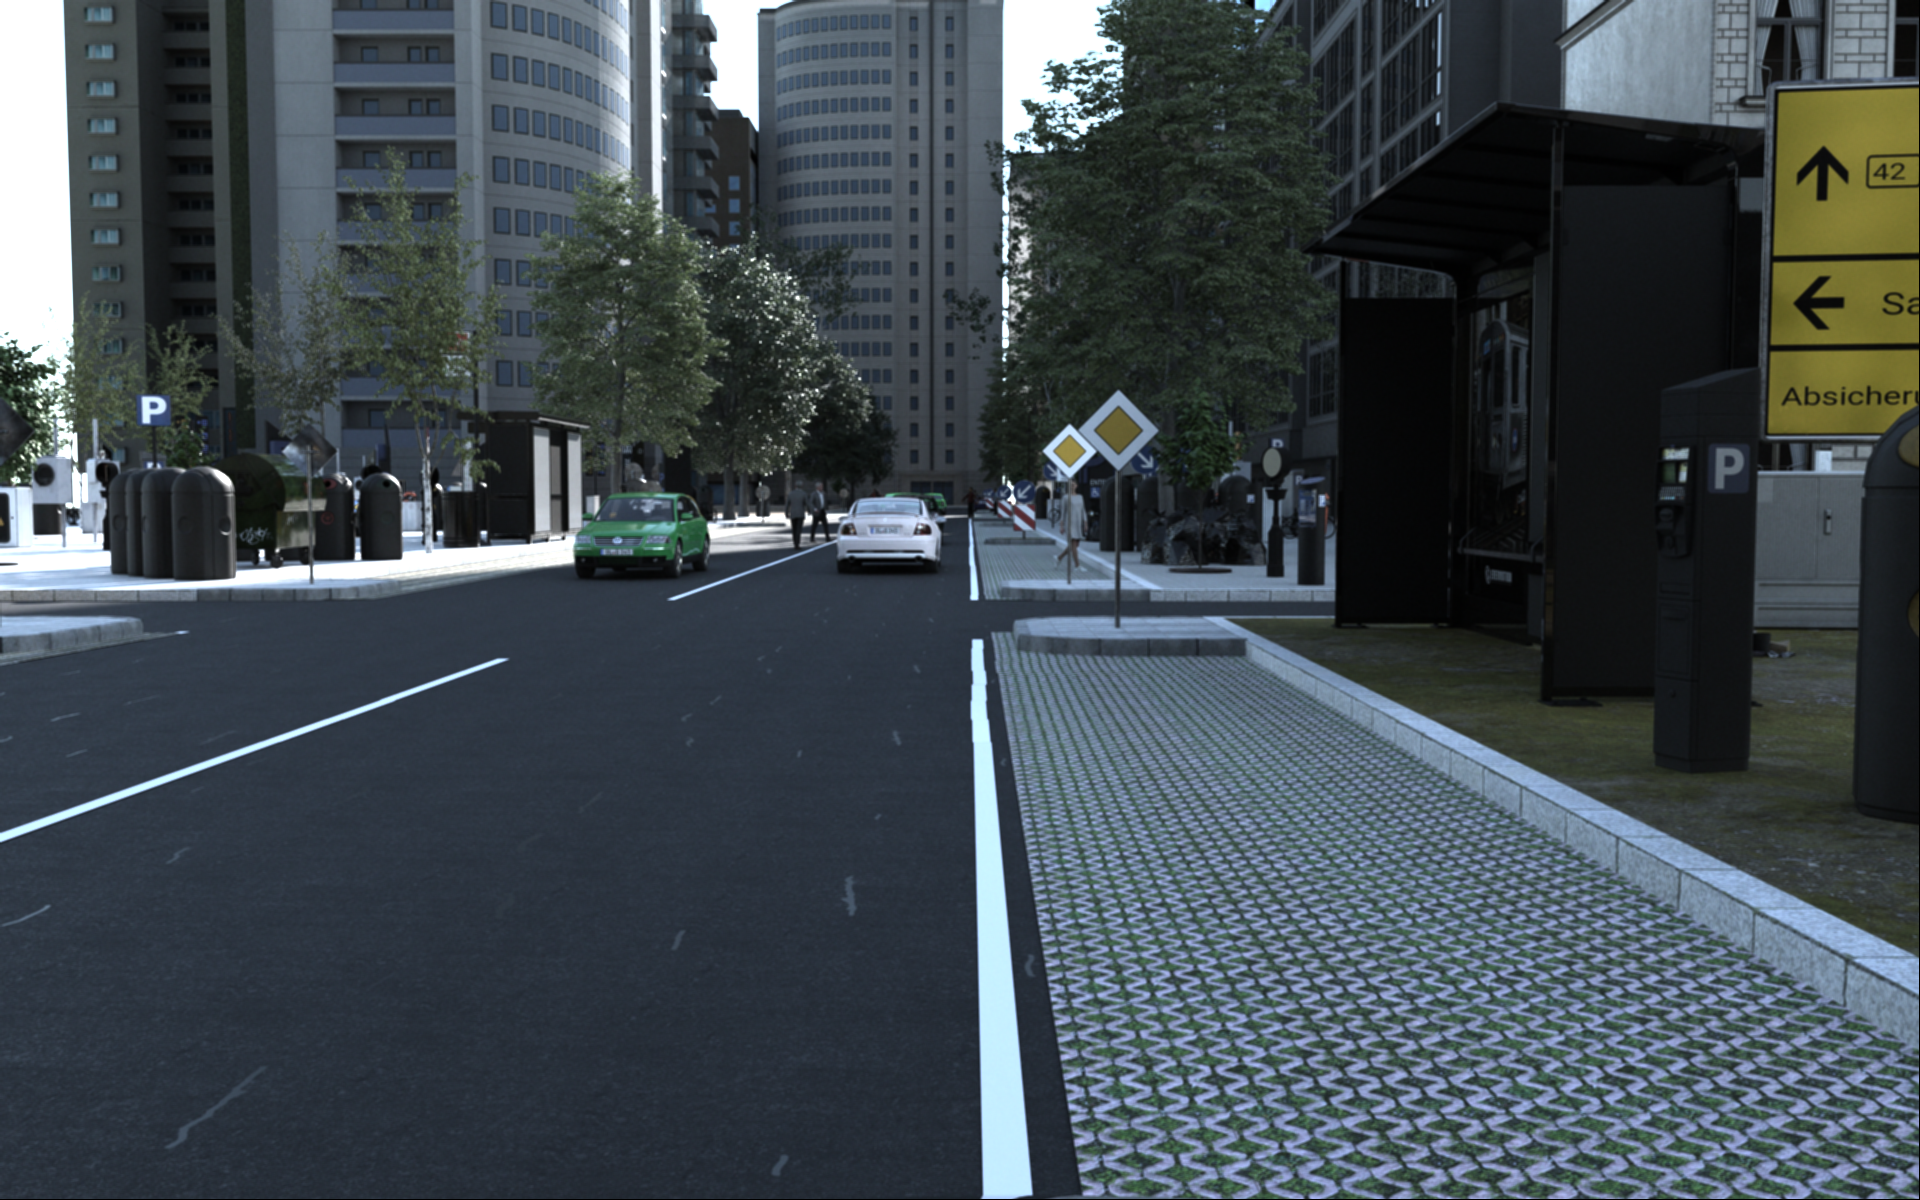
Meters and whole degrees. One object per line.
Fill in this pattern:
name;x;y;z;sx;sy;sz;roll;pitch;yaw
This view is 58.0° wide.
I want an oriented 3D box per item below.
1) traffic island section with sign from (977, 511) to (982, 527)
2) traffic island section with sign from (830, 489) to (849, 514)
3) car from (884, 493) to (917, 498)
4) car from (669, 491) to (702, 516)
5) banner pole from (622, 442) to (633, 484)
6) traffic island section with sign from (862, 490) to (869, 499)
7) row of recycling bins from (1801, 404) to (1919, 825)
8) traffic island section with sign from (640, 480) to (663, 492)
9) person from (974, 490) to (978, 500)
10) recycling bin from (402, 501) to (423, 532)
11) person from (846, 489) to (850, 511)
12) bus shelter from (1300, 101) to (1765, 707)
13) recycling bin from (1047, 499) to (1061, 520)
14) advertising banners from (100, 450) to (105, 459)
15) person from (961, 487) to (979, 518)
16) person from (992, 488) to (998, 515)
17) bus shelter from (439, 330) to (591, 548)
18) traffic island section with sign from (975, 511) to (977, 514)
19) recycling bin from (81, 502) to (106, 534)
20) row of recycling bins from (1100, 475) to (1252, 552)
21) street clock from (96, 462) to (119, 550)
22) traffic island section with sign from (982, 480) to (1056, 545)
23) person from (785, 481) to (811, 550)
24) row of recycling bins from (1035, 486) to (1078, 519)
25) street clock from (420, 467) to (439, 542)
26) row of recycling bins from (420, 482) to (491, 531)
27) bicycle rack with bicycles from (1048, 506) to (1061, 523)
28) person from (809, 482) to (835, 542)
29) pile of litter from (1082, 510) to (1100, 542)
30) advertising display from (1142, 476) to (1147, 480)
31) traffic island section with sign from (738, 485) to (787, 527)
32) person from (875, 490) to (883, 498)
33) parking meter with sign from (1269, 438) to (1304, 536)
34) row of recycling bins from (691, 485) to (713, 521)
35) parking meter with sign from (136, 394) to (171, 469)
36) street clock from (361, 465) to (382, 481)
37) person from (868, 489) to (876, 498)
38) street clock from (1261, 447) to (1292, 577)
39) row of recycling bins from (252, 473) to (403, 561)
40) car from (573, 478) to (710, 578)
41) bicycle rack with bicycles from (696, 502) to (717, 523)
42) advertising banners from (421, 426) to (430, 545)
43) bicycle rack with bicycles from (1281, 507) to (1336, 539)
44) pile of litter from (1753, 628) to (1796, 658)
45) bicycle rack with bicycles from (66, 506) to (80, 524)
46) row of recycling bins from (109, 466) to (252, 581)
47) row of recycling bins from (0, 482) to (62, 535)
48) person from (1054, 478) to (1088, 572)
traffic island section with sign;1.844;-4.144;76.381;1.989;1.847;2.006;0;4;0
traffic island section with sign;-8.425;-7.207;126.459;1.989;1.847;2.006;0;4;0
car;-1.982;-3.210;61.280;1.959;1.807;4.718;0;4;0
car;-6.743;-1.753;38.893;2.015;1.641;3.980;0;4;0
banner pole;-14.196;-5.086;73.171;0.863;3.779;0.401;-1;4;-9
traffic island section with sign;-8.295;-8.862;153.527;1.989;1.847;2.006;0;4;0
row of recycling bins;4.469;0.089;5.657;1.069;1.692;3.534;-1;4;-17
traffic island section with sign;-8.820;-2.488;49.304;1.989;1.847;2.006;0;4;0
person;1.399;-9.458;163.239;1.348;1.812;0.705;2;4;25
recycling bin;-18.695;-2.851;59.166;0.722;1.027;0.722;1;4;16
person;-8.901;-7.865;137.100;0.705;1.823;1.348;-1;4;-9
bus shelter;4.084;-1.360;13.513;1.731;3.624;6.357;0;4;0
recycling bin;4.829;-4.551;86.955;0.722;1.027;0.722;2;4;26
advertising banners;-33.596;-4.425;68.539;2.074;3.025;0.090;3;5;43
person;0.620;-5.712;101.853;1.348;1.831;0.705;3;4;39
person;2.394;-6.692;117.901;0.705;1.826;1.348;-1;4;-10
bus shelter;-11.677;-4.136;45.252;2.179;5.291;8.768;0;4;0
traffic island section with sign;2.093;-7.203;126.397;1.989;1.847;2.006;0;4;0
recycling bin;-28.184;-2.686;56.469;0.722;1.027;0.722;-1;4;-17
row of recycling bins;4.789;-1.916;38.432;3.534;1.692;1.069;1;4;22
street clock;-19.438;-2.138;39.518;0.471;2.002;0.358;1;4;22
traffic island section with sign;1.703;-2.495;49.426;1.989;1.847;2.006;0;4;0
person;-4.184;-2.201;44.887;0.661;1.777;0.834;0;4;5
row of recycling bins;5.613;-5.037;89.474;3.534;1.692;1.069;1;4;11
street clock;-14.177;-2.565;46.500;0.358;2.002;0.471;0;4;8
row of recycling bins;-17.416;-3.305;61.150;3.534;1.692;1.069;1;4;14
bicycle rack with bicycles;5.400;-3.931;77.648;2.925;0.926;2.852;-1;4;-10
person;-4.112;-2.592;51.277;0.834;1.777;0.661;3;4;37
pile of litter;3.840;-2.017;46.949;1.176;0.858;1.719;0;4;-3
advertising display;6.617;-3.305;59.245;0.123;1.923;0.974;-3;5;-43
traffic island section with sign;-8.674;-4.145;76.405;1.989;1.847;2.006;0;4;0
person;-4.717;-5.565;100.965;0.415;1.643;0.593;3;4;36
parking meter with sign;10.247;-3.498;53.454;0.543;3.016;1.738;-2;4;-25
row of recycling bins;-13.241;-4.580;82.001;3.534;1.692;1.069;2;4;23
parking meter with sign;-14.484;-2.137;31.194;0.543;3.016;1.738;-2;4;-24
street clock;-14.594;-2.350;42.998;0.471;2.002;0.358;-3;4;-36
person;-6.403;-7.401;129.450;1.348;1.831;0.705;2;4;25
street clock;4.881;-1.356;26.746;0.358;2.002;0.471;-2;4;-32
row of recycling bins;-12.633;-1.615;33.518;3.534;1.692;1.069;-1;4;-14
car;-5.635;-1.356;30.975;1.959;1.807;4.718;0;4;1
bicycle rack with bicycles;-11.847;-3.864;76.561;2.852;0.926;2.925;3;5;39
advertising banners;-13.600;-2.932;44.118;0.090;3.025;2.074;-1;4;-12
bicycle rack with bicycles;9.458;-2.256;50.270;2.925;0.926;2.852;2;4;24
pile of litter;6.074;-0.023;14.340;1.176;0.858;1.719;-1;4;-14
bicycle rack with bicycles;-38.553;-3.763;74.906;2.852;0.926;2.925;1;4;21
row of recycling bins;-12.304;-1.211;26.916;1.069;1.692;3.534;-3;5;-44
row of recycling bins;-29.910;-2.920;54.855;3.534;1.692;1.069;1;4;19
person;2.035;-1.389;31.958;0.760;1.731;0.466;2;4;32
